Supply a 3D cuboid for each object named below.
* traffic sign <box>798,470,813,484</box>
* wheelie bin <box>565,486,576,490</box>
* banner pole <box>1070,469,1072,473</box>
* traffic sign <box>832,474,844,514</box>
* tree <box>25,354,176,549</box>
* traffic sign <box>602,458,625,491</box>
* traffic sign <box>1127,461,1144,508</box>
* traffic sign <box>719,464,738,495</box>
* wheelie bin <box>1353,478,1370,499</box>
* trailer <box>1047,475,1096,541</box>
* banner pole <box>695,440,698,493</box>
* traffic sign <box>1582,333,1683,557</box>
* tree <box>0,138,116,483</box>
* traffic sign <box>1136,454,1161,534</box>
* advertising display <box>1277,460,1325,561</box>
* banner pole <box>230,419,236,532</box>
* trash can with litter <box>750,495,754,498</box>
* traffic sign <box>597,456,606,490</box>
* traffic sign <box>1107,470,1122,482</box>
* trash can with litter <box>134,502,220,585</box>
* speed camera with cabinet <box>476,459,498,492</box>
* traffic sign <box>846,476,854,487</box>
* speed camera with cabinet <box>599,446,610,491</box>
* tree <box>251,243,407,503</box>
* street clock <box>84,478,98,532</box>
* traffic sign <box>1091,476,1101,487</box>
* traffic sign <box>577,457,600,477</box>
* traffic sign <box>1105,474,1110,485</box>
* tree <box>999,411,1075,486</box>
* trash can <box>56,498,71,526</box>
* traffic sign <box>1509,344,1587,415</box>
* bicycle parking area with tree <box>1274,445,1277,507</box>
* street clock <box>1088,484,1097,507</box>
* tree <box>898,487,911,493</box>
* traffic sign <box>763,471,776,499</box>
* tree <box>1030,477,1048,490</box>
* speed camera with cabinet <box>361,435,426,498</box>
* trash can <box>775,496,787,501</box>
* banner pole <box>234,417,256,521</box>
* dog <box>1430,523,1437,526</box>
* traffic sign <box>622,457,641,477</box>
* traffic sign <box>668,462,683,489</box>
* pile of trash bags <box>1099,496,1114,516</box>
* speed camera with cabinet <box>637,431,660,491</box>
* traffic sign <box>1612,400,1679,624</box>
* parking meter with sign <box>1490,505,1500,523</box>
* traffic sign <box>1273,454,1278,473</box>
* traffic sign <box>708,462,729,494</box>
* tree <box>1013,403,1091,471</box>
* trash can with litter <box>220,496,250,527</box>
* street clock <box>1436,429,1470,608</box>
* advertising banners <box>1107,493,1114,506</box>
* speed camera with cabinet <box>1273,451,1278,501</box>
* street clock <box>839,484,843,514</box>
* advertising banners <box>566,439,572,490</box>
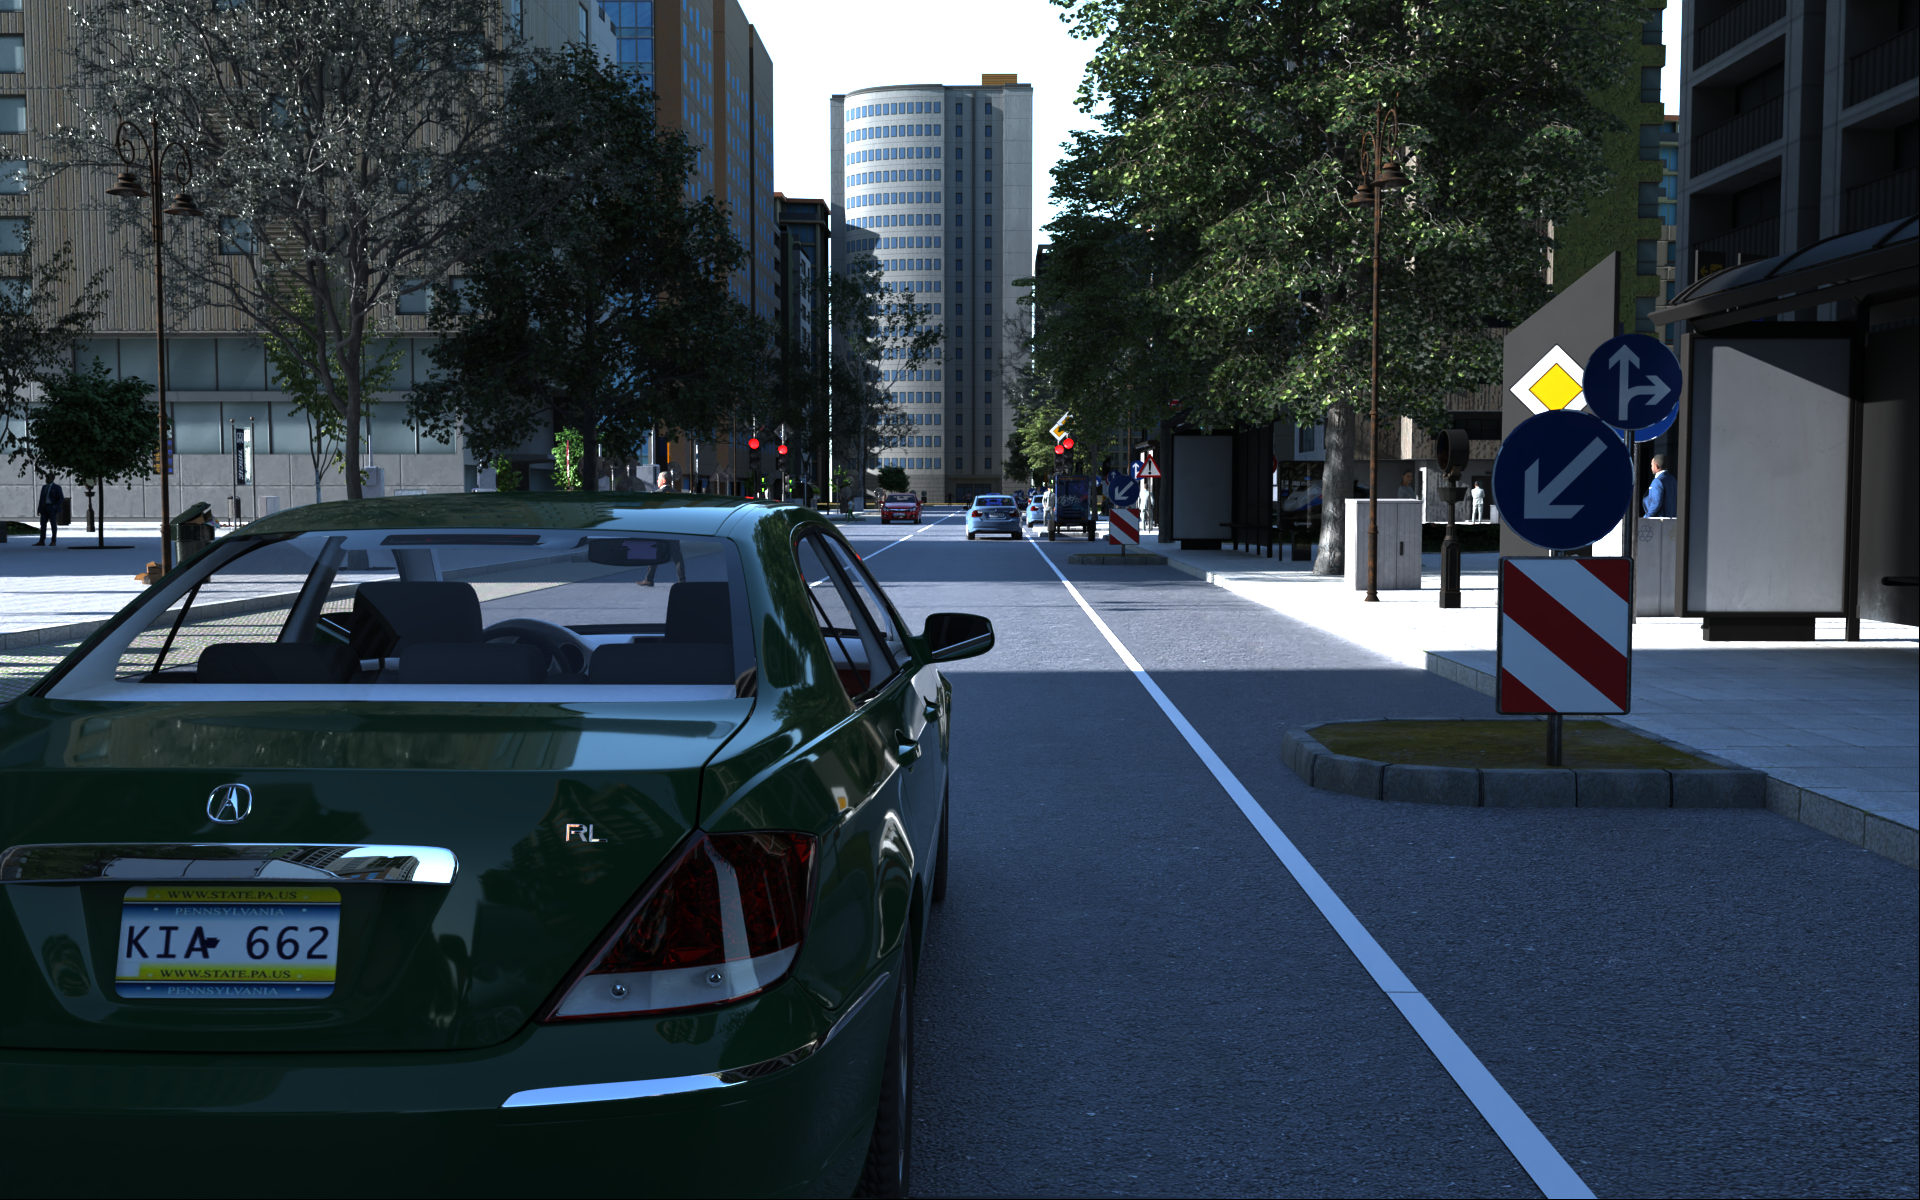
[{"bbox_3d":[-8.504,-5.836,95.147,0.795,2.593,0.064,0,4,3],"label":"traffic sign"},{"bbox_3d":[-14.976,-3.593,66.662,0.693,1.594,0.980,-3,5,-40],"label":"wheelie bin"},{"bbox_3d":[6.547,-7.108,106.233,0.863,3.779,0.401,3,4,38],"label":"banner pole"},{"bbox_3d":[-7.847,-6.788,111.084,0.768,2.556,0.104,0,4,8],"label":"traffic sign"},{"bbox_3d":[-20.287,-3.491,40.799,4.285,4.588,4.351,0,3,0],"label":"tree"},{"bbox_3d":[-11.180,-3.412,55.894,0.768,2.556,0.104,0,4,4],"label":"traffic sign"},{"bbox_3d":[6.746,-4.021,65.850,0.768,2.556,0.104,0,4,7],"label":"traffic sign"},{"bbox_3d":[-10.016,-4.575,74.810,0.884,2.594,0.081,0,4,4],"label":"traffic sign"},{"bbox_3d":[7.687,-1.587,33.853,0.693,1.594,0.980,2,4,27],"label":"wheelie bin"},{"bbox_3d":[3.451,-2.856,53.743,1.471,1.999,3.904,0,4,3],"label":"trailer"},{"bbox_3d":[-11.205,-5.117,73.685,0.401,3.779,0.863,-1,4,-17],"label":"banner pole"},{"bbox_3d":[5.346,-0.841,13.858,0.768,2.556,0.104,0,4,8],"label":"traffic sign"},{"bbox_3d":[-20.085,-5.222,35.739,4.360,8.622,3.978,0,3,0],"label":"tree"},{"bbox_3d":[6.102,-3.407,55.711,0.884,2.594,0.081,0,4,4],"label":"traffic sign"},{"bbox_3d":[6.576,-1.719,33.311,0.974,1.923,0.123,-1,4,-12],"label":"advertising display"},{"bbox_3d":[-24.213,-4.164,58.098,0.401,3.779,0.863,1,4,12],"label":"banner pole"},{"bbox_3d":[-10.332,-4.744,88.615,2.233,1.210,1.678,0,4,-2],"label":"trash can with litter"},{"bbox_3d":[-12.206,-3.564,58.385,0.768,2.556,0.104,1,4,9],"label":"traffic sign"},{"bbox_3d":[8.161,-5.583,91.393,0.768,2.556,0.104,0,4,4],"label":"traffic sign"},{"bbox_3d":[-11.201,-0.819,24.784,1.055,1.170,0.624,-3,5,-45],"label":"trash can with litter"},{"bbox_3d":[-15.533,-3.824,56.850,0.660,3.252,2.038,-1,4,-11],"label":"speed camera with cabinet"},{"bbox_3d":[-7.817,-7.460,122.070,0.768,2.556,0.104,1,4,11],"label":"traffic sign"},{"bbox_3d":[-13.720,-4.575,69.130,2.038,3.252,0.660,-2,4,-28],"label":"speed camera with cabinet"},{"bbox_3d":[-18.902,-6.177,51.352,4.737,8.622,4.395,0,3,0],"label":"tree"},{"bbox_3d":[-29.341,-3.293,58.410,0.358,2.002,0.471,2,4,26],"label":"street clock"},{"bbox_3d":[9.292,-7.252,118.679,0.768,2.556,0.104,0,4,2],"label":"traffic sign"},{"bbox_3d":[-12.104,-3.448,56.476,0.768,2.556,0.104,0,4,7],"label":"traffic sign"},{"bbox_3d":[9.127,-6.380,104.425,0.768,2.556,0.104,1,4,9],"label":"traffic sign"},{"bbox_3d":[9.637,-18.067,212.409,9.611,12.733,9.660,0,3,0],"label":"tree"},{"bbox_3d":[-36.553,-3.600,70.515,0.748,1.137,0.748,0,3,0],"label":"trash can"},{"bbox_3d":[5.243,-0.948,15.230,0.795,2.593,0.064,1,4,11],"label":"traffic sign"},{"bbox_3d":[19.702,-6.781,97.877,9.016,4.147,8.231,-2,4,-24],"label":"bicycle parking area with tree"},{"bbox_3d":[10.384,-8.113,137.224,0.471,2.002,0.358,-2,4,-26],"label":"street clock"},{"bbox_3d":[-6.579,-12.779,203.545,1.663,3.219,1.824,0,3,0],"label":"tree"},{"bbox_3d":[-10.599,-5.862,95.954,0.768,2.556,0.104,0,4,7],"label":"traffic sign"},{"bbox_3d":[8.438,-12.028,191.251,1.663,3.219,1.824,0,3,0],"label":"tree"},{"bbox_3d":[-19.095,-3.919,58.411,2.038,3.252,0.660,0,4,-8],"label":"speed camera with cabinet"},{"bbox_3d":[-11.242,-5.951,108.955,0.748,1.137,0.748,0,3,0],"label":"trash can"},{"bbox_3d":[-23.112,-4.061,56.417,0.863,3.779,0.401,3,5,42],"label":"banner pole"},{"bbox_3d":[13.079,-1.848,47.040,0.406,0.507,0.540,3,5,44],"label":"dog"},{"bbox_3d":[-10.929,-3.495,57.253,0.768,2.556,0.104,0,4,4],"label":"traffic sign"},{"bbox_3d":[-11.296,-4.163,68.172,0.768,2.556,0.104,0,4,2],"label":"traffic sign"},{"bbox_3d":[9.154,-5.552,100.522,1.912,1.369,3.447,0,4,-1],"label":"pile of trash bags"},{"bbox_3d":[-9.640,-3.695,54.747,0.660,3.252,2.038,0,4,8],"label":"speed camera with cabinet"},{"bbox_3d":[6.644,-1.036,17.051,0.768,2.556,0.104,1,4,11],"label":"traffic sign"},{"bbox_3d":[21.141,-4.338,67.182,0.543,3.016,1.738,3,5,41],"label":"parking meter with sign"},{"bbox_3d":[9.003,-3.128,51.257,0.768,2.556,0.104,1,4,9],"label":"traffic sign"},{"bbox_3d":[-9.881,-4.335,70.881,0.884,2.594,0.081,0,4,7],"label":"traffic sign"},{"bbox_3d":[8.379,-13.463,154.534,8.767,10.594,7.601,2,4,24],"label":"tree"},{"bbox_3d":[-28.579,-3.457,67.577,2.233,1.210,1.678,1,4,14],"label":"trash can with litter"},{"bbox_3d":[5.519,-0.910,19.447,0.358,2.002,0.471,0,4,-3],"label":"street clock"},{"bbox_3d":[9.686,-6.568,103.576,2.074,3.025,0.090,3,4,36],"label":"advertising banners"},{"bbox_3d":[10.784,-3.767,55.921,2.038,3.252,0.660,1,4,17],"label":"speed camera with cabinet"},{"bbox_3d":[-7.683,-6.589,112.300,0.358,2.002,0.471,0,4,-4],"label":"street clock"},{"bbox_3d":[-12.322,-3.587,54.842,0.090,3.025,2.074,-1,4,-18],"label":"advertising banners"}]
